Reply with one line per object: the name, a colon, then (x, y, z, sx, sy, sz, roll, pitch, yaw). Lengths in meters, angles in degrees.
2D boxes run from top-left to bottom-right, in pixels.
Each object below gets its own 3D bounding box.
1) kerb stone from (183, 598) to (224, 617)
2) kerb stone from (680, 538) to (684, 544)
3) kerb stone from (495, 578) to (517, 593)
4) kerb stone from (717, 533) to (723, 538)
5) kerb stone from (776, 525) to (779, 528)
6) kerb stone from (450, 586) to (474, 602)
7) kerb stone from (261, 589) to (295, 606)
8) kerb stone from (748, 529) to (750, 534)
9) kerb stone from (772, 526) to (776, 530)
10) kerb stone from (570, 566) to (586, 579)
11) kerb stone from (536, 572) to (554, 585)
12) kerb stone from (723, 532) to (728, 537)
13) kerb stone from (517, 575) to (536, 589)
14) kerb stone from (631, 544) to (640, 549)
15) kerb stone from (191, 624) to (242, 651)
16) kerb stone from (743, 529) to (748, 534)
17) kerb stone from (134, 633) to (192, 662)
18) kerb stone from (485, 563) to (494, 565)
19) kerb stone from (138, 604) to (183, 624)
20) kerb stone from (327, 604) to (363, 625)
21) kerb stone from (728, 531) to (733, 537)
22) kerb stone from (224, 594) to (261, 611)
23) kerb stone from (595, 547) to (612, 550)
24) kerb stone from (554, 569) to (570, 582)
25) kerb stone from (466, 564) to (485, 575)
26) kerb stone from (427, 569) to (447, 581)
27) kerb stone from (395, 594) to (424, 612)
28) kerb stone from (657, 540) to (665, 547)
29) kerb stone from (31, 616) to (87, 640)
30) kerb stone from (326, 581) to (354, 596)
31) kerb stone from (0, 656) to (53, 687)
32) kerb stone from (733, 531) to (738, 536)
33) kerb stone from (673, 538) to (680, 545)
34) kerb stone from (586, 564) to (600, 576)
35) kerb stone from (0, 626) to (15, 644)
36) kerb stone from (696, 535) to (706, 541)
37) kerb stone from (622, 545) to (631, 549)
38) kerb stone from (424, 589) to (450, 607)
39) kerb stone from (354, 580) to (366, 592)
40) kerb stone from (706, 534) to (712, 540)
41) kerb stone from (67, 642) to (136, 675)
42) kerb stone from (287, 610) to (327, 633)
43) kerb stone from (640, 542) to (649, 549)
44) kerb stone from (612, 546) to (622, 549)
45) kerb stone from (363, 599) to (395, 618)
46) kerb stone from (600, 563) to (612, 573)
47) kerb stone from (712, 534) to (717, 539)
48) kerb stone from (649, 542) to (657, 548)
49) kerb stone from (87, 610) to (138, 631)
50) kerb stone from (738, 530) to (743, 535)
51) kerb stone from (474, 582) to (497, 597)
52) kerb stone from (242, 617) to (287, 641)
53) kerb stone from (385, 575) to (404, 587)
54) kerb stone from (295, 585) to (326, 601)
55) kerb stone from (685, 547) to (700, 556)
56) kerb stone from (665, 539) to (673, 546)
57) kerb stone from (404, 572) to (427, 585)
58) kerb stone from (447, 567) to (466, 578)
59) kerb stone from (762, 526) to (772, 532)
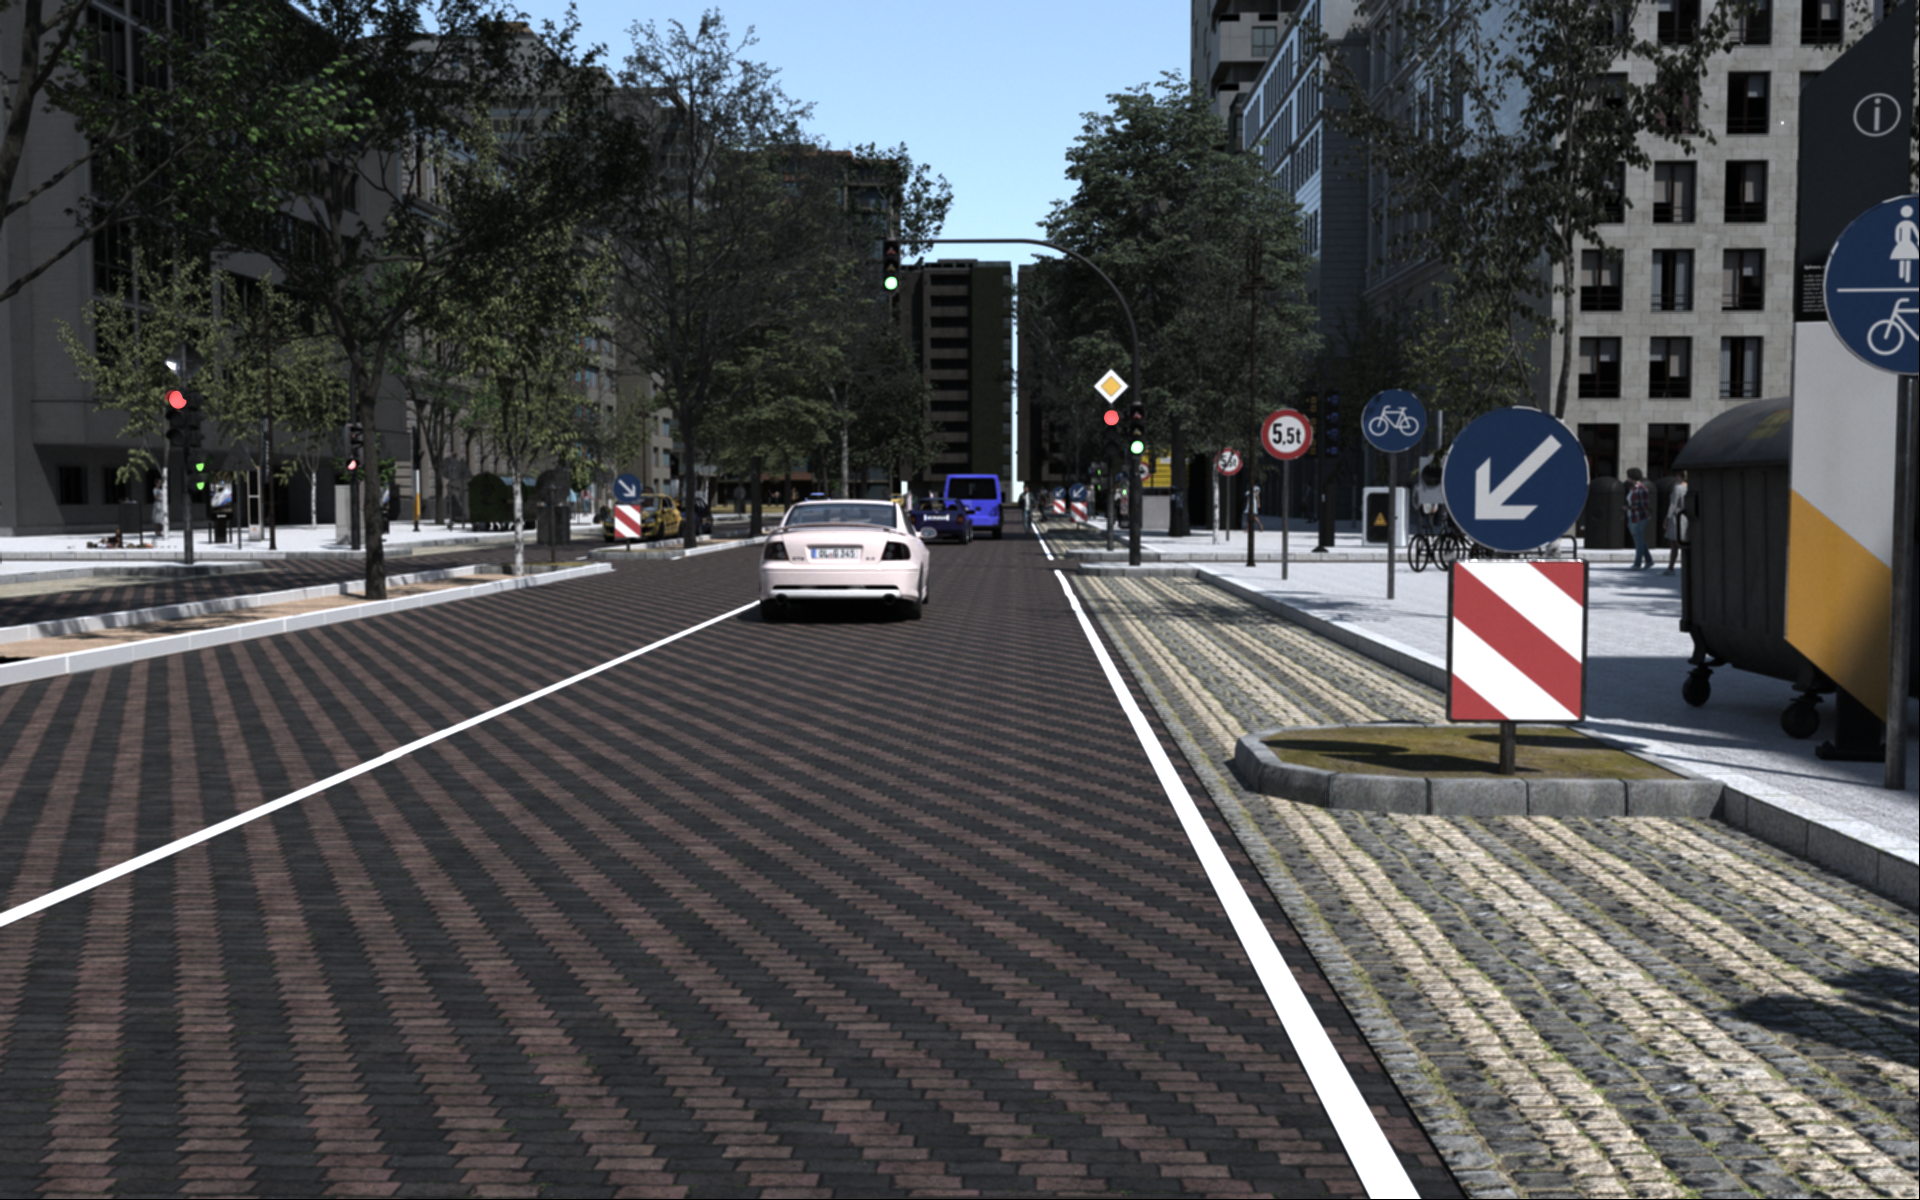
kerb stone: (-9.016, 0.107, 20.462, 0.120, 0.150, 1.000, 0, 4, 2)
kerb stone: (-8.071, -1.682, 49.689, 0.120, 0.150, 1.000, 0, 4, 2)
kerb stone: (-6.759, -0.201, 25.490, 0.120, 0.150, 1.000, 0, 4, 2)
kerb stone: (-7.869, -2.056, 55.840, 0.120, 0.150, 1.000, 0, 4, 2)
kerb stone: (-7.435, -2.868, 69.160, 0.120, 0.150, 1.000, 0, 4, 2)
kerb stone: (-6.826, -0.076, 23.443, 0.120, 0.150, 1.000, 0, 4, 2)
kerb stone: (-8.944, -0.015, 22.516, 0.120, 0.150, 1.000, 0, 4, 2)
kerb stone: (-7.664, -2.434, 61.989, 0.120, 0.150, 1.000, 0, 4, 2)
kerb stone: (-7.477, -2.810, 68.133, 0.120, 0.150, 1.000, 0, 4, 2)
kerb stone: (-6.621, -0.451, 29.599, 0.120, 0.150, 1.000, 0, 4, 2)
kerb stone: (-6.685, -0.323, 27.535, 0.120, 0.150, 1.000, 0, 4, 2)
kerb stone: (-7.834, -2.120, 56.863, 0.120, 0.150, 1.000, 0, 4, 2)
kerb stone: (-6.721, -0.264, 26.511, 0.120, 0.150, 1.000, 0, 4, 2)
kerb stone: (-8.268, -1.305, 43.533, 0.120, 0.150, 1.000, 0, 4, 2)
kerb stone: (-7.057, 0.362, 16.283, 0.120, 0.150, 1.000, 0, 4, 2)
kerb stone: (-7.704, -2.371, 60.967, 0.120, 0.150, 1.000, 0, 4, 2)
kerb stone: (-7.088, 0.424, 15.261, 0.120, 0.150, 1.000, 0, 4, 2)
kerb stone: (-8.656, -0.578, 31.722, 0.120, 0.150, 1.000, 0, 4, 2)
kerb stone: (-9.055, 0.171, 19.441, 0.120, 0.150, 1.000, 0, 4, 2)
kerb stone: (-6.954, 0.174, 19.353, 0.120, 0.150, 1.000, 0, 4, 2)
kerb stone: (-7.804, -2.183, 57.889, 0.120, 0.150, 1.000, 0, 4, 2)
kerb stone: (-8.985, 0.043, 21.494, 0.120, 0.150, 1.000, 0, 4, 2)
kerb stone: (-8.369, -1.117, 40.462, 0.120, 0.150, 1.000, 0, 4, 2)
kerb stone: (-6.657, -0.385, 28.566, 0.120, 0.150, 1.000, 0, 4, 2)
kerb stone: (-8.684, -0.520, 30.700, 0.120, 0.150, 1.000, 0, 4, 2)
kerb stone: (-8.750, -0.395, 28.655, 0.120, 0.150, 1.000, 0, 4, 2)
kerb stone: (-6.888, 0.052, 21.400, 0.120, 0.150, 1.000, 0, 4, 2)
kerb stone: (-8.169, -1.489, 46.620, 0.120, 0.150, 1.000, 0, 4, 2)
kerb stone: (-9.121, 0.293, 17.398, 0.120, 0.150, 1.000, 0, 4, 2)
kerb stone: (-8.879, -0.140, 24.561, 0.120, 0.150, 1.000, 0, 4, 2)
kerb stone: (-7.157, 0.549, 13.218, 0.120, 0.150, 1.000, 0, 4, 2)
kerb stone: (-7.768, -2.246, 58.917, 0.120, 0.150, 1.000, 0, 4, 2)
kerb stone: (-8.098, -1.619, 48.665, 0.120, 0.150, 1.000, 0, 4, 2)
kerb stone: (-6.586, -0.515, 30.622, 0.120, 0.150, 1.000, 0, 4, 2)
kerb stone: (-9.155, 0.359, 16.376, 0.120, 0.150, 1.000, 0, 4, 2)
kerb stone: (-7.964, -1.862, 52.758, 0.120, 0.150, 1.000, 0, 4, 2)
kerb stone: (-8.305, -1.243, 42.512, 0.120, 0.150, 1.000, 0, 4, 2)
kerb stone: (-6.854, -0.014, 22.421, 0.120, 0.150, 1.000, 0, 4, 2)
kerb stone: (-8.856, -0.208, 25.590, 0.120, 0.150, 1.000, 0, 4, 2)
kerb stone: (-7.940, -1.932, 53.780, 0.120, 0.150, 1.000, 0, 4, 2)
kerb stone: (-7.113, 0.487, 14.240, 0.120, 0.150, 1.000, 0, 4, 2)
kerb stone: (-6.983, 0.237, 18.326, 0.120, 0.150, 1.000, 0, 4, 2)
kerb stone: (-8.232, -1.365, 44.565, 0.120, 0.150, 1.000, 0, 4, 2)
kerb stone: (-8.336, -1.180, 41.486, 0.120, 0.150, 1.000, 0, 4, 2)
kerb stone: (-6.920, 0.111, 20.374, 0.120, 0.150, 1.000, 0, 4, 2)
kerb stone: (-6.545, -0.578, 31.653, 0.120, 0.150, 1.000, 0, 4, 2)
kerb stone: (-7.907, -1.994, 54.805, 0.120, 0.150, 1.000, 0, 4, 2)
kerb stone: (-8.208, -1.431, 45.594, 0.120, 0.150, 1.000, 0, 4, 2)
kerb stone: (-9.082, 0.231, 18.419, 0.120, 0.150, 1.000, 0, 4, 2)
kerb stone: (-7.738, -2.309, 59.946, 0.120, 0.150, 1.000, 0, 4, 2)
kerb stone: (-6.787, -0.132, 24.465, 0.120, 0.150, 1.000, 0, 4, 2)
kerb stone: (-7.026, 0.299, 17.305, 0.120, 0.150, 1.000, 0, 4, 2)
kerb stone: (-8.819, -0.268, 26.612, 0.120, 0.150, 1.000, 0, 4, 2)
kerb stone: (-8.917, -0.079, 23.539, 0.120, 0.150, 1.000, 0, 4, 2)
kerb stone: (-6.263, -1.113, 40.387, 0.120, 0.150, 1.000, 0, 4, 2)
kerb stone: (-8.129, -1.556, 47.643, 0.120, 0.150, 1.000, 0, 4, 2)
kerb stone: (-8.783, -0.333, 27.634, 0.120, 0.150, 1.000, 0, 4, 2)
kerb stone: (-8.719, -0.452, 29.677, 0.120, 0.150, 1.000, 0, 4, 2)
kerb stone: (-7.501, -2.747, 67.111, 0.120, 0.150, 1.000, 0, 4, 2)
